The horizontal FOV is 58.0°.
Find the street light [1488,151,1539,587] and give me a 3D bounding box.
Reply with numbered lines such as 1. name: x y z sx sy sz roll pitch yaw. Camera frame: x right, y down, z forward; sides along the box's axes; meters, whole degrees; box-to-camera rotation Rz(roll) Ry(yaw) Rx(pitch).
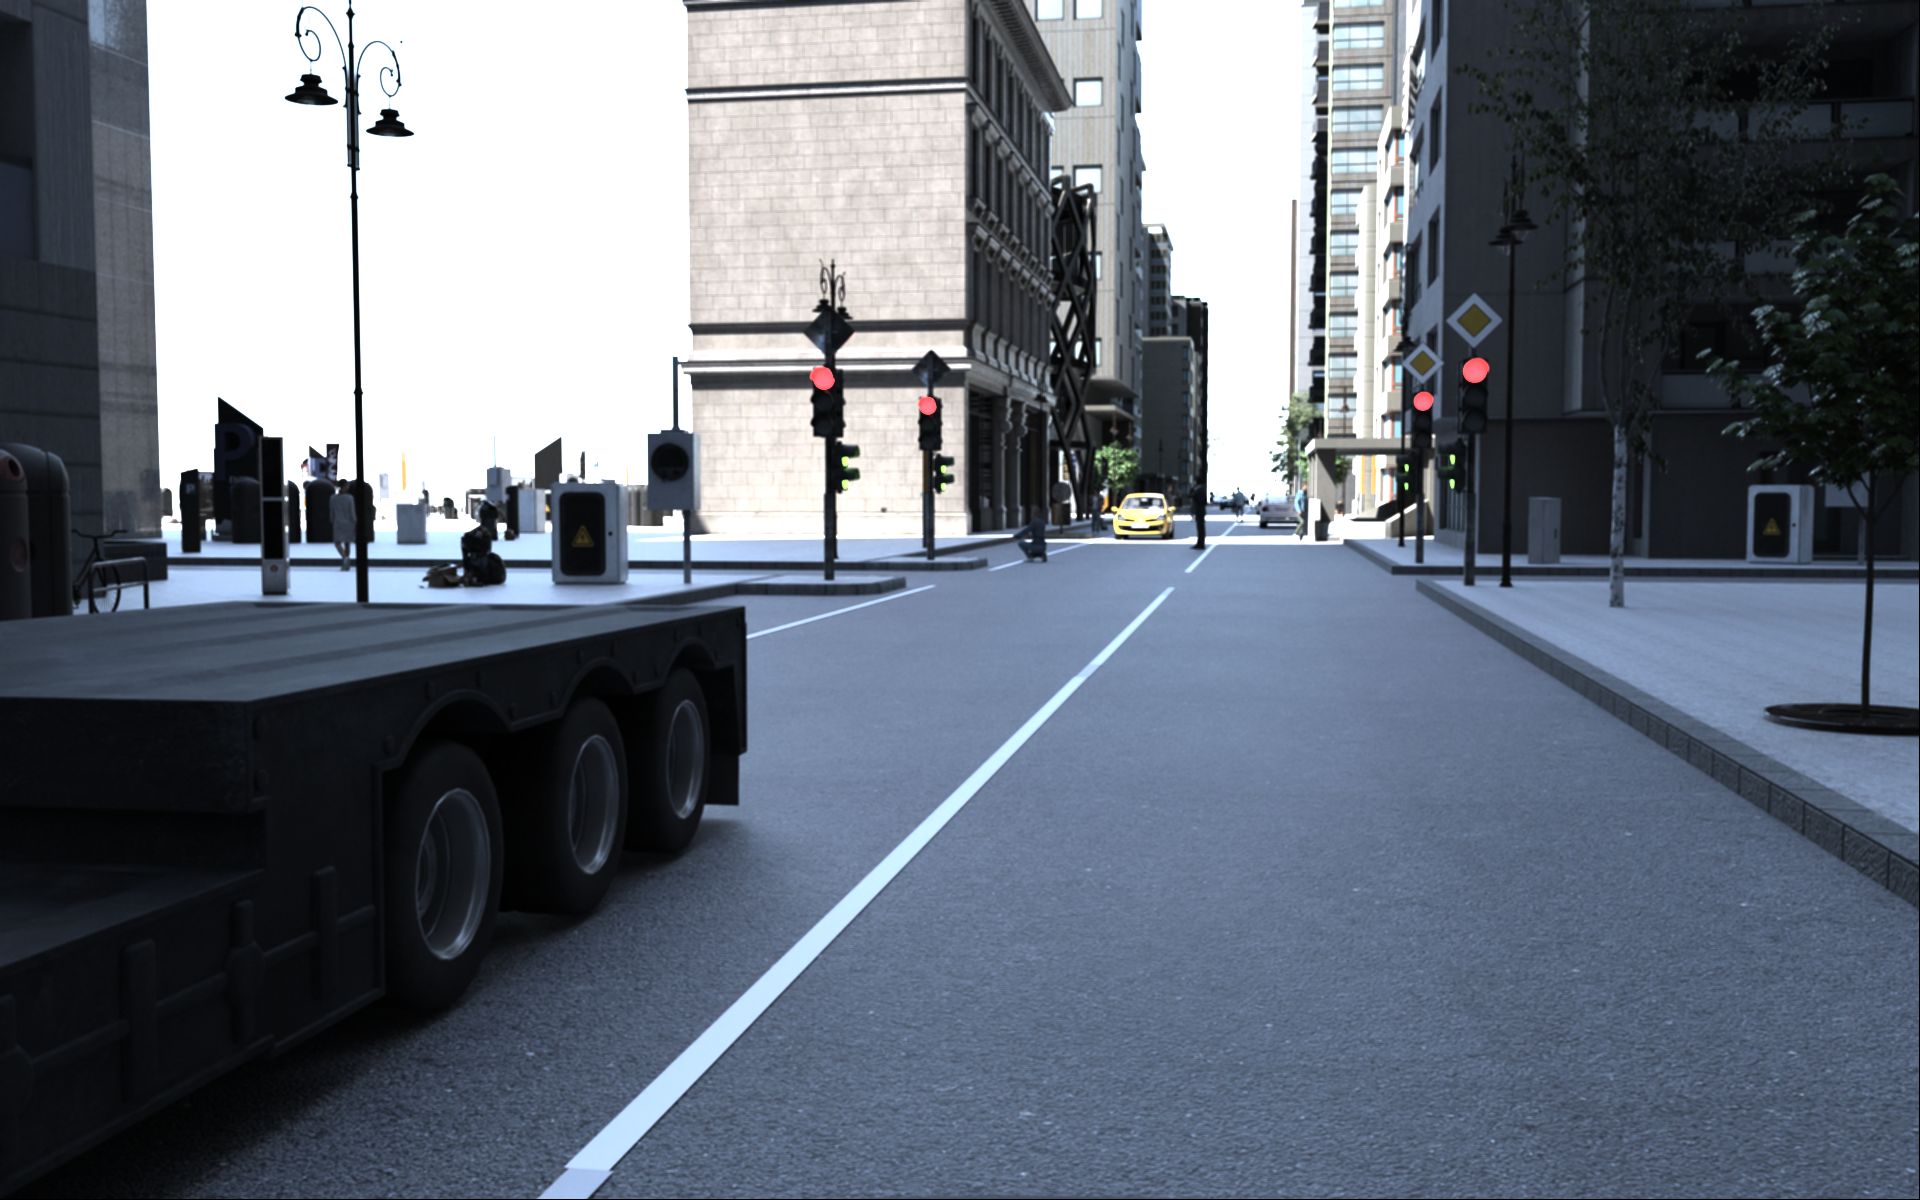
1. street light: 7.554 -3.119 23.781 0.468 5.910 1.993 1 4 10

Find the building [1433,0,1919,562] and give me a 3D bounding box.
1. building: 17.532 -21.673 37.941 14.086 41.232 14.154 1 4 10

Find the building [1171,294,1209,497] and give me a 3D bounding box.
1. building: 28.685 -29.295 250.665 14.160 30.474 14.107 1 4 10

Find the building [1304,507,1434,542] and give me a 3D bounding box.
1. building: 27.747 -22.213 55.067 32.217 40.220 23.993 1 4 10

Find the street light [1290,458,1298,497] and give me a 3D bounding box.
1. street light: 38.485 -13.849 199.210 0.468 5.910 1.993 1 4 10

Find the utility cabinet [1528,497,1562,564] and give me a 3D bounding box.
1. utility cabinet: 10.811 -1.275 32.001 0.306 1.237 1.020 3 4 36

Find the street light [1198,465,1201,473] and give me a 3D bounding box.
1. street light: 30.929 -15.370 224.094 0.468 5.910 1.993 1 4 10

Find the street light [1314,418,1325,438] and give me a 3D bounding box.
1. street light: 21.964 -8.128 105.672 0.468 5.910 1.993 1 4 10

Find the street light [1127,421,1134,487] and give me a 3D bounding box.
1. street light: 10.820 -8.401 110.147 0.468 5.910 1.993 1 4 10

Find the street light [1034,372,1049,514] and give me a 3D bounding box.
1. street light: 3.094 -5.702 66.008 0.468 5.910 1.993 1 4 10

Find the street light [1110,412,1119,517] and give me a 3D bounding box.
1. street light: 8.726 -7.656 97.971 0.468 5.910 1.993 1 4 10

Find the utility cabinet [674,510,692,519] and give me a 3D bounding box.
1. utility cabinet: -13.871 -4.826 87.587 1.173 1.500 0.318 -1 4 -21

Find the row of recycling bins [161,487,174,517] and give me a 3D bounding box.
1. row of recycling bins: -46.427 -5.557 97.963 3.534 1.692 1.069 -1 4 -21

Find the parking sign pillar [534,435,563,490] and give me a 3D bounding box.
1. parking sign pillar: -18.719 -5.527 78.832 1.447 3.967 1.447 -1 4 -9

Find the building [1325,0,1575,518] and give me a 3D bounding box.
1. building: 31.051 -26.251 112.791 14.154 41.232 14.086 1 4 10

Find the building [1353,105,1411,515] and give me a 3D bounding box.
1. building: 35.251 -14.935 89.230 27.650 21.520 28.899 1 4 10

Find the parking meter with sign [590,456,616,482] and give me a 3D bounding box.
1. parking meter with sign: -16.148 -5.097 79.591 0.543 3.016 1.738 3 4 36

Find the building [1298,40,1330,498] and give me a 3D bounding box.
1. building: 43.613 -51.912 161.425 22.319 86.520 31.000 1 4 10

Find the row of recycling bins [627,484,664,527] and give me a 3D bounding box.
1. row of recycling bins: -12.651 -3.766 68.691 1.069 1.692 3.534 -2 4 -27

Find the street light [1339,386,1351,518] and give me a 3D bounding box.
1. street light: 16.400 -6.185 73.914 0.468 5.910 1.993 1 4 10

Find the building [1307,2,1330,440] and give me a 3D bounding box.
1. building: 38.309 -29.269 133.174 22.147 44.769 28.867 1 4 10

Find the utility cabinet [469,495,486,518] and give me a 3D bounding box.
1. utility cabinet: -26.114 -5.061 93.907 1.020 1.237 0.306 1 4 23

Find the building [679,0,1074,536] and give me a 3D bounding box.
1. building: -3.917 -12.438 54.275 10.553 20.767 40.483 1 4 10

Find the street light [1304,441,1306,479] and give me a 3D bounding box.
1. street light: 29.665 -10.790 149.200 0.468 5.910 1.993 1 4 10

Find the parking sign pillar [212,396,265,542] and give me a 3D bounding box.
1. parking sign pillar: -19.709 -3.602 47.366 1.447 3.967 1.447 0 4 8

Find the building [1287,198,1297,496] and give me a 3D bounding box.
1. building: 55.197 -36.913 253.641 14.600 45.320 14.200 1 4 10

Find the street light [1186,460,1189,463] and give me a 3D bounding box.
1. street light: 25.130 -13.380 191.557 0.468 5.910 1.993 1 4 10

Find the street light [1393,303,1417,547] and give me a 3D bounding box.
1. street light: 10.793 -4.243 42.163 0.468 5.910 1.993 1 4 10

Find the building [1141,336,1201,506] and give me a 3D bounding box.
1. building: 14.208 -22.141 207.037 27.650 21.520 28.899 1 4 10

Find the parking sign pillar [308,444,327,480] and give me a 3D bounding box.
1. parking sign pillar: -34.612 -6.446 93.868 1.447 3.967 1.447 2 4 34

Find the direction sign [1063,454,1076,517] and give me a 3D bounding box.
1. direction sign: 6.173 -6.461 97.638 0.876 3.537 0.379 2 4 35

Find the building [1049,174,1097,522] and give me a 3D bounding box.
1. building: -2.024 -13.186 83.037 16.820 18.784 16.811 1 4 10

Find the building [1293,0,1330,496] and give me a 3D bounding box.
1. building: 51.011 -40.719 207.746 21.231 58.520 28.212 1 4 10

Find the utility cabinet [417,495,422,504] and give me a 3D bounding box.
1. utility cabinet: -32.032 -5.605 102.808 0.306 1.237 1.020 -1 4 -12

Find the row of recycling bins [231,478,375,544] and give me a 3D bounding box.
1. row of recycling bins: -17.330 -2.364 45.761 3.534 1.692 1.069 -2 4 -27

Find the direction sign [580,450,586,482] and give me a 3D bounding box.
1. direction sign: -19.394 -5.942 89.153 0.379 3.537 0.876 0 4 2

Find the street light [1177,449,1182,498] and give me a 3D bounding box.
1. street light: 22.021 -12.285 173.651 0.468 5.910 1.993 1 4 10

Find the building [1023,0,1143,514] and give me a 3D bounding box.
1. building: -1.222 -32.668 123.355 28.713 52.752 27.495 1 4 10

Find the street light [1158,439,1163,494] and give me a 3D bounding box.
1. street light: 16.439 -10.343 141.896 0.468 5.910 1.993 1 4 10

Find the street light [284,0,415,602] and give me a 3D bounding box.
1. street light: -5.692 -2.664 16.344 0.468 5.910 1.993 1 4 10

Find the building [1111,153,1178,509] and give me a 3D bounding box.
1. building: 5.480 -29.448 173.358 32.217 40.220 23.993 1 4 10

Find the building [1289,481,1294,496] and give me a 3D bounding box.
1. building: 60.969 -33.097 233.011 32.217 40.220 23.993 1 4 10

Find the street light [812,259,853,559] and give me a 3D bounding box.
1. street light: -2.502 -3.759 34.255 0.468 5.910 1.993 1 4 10
